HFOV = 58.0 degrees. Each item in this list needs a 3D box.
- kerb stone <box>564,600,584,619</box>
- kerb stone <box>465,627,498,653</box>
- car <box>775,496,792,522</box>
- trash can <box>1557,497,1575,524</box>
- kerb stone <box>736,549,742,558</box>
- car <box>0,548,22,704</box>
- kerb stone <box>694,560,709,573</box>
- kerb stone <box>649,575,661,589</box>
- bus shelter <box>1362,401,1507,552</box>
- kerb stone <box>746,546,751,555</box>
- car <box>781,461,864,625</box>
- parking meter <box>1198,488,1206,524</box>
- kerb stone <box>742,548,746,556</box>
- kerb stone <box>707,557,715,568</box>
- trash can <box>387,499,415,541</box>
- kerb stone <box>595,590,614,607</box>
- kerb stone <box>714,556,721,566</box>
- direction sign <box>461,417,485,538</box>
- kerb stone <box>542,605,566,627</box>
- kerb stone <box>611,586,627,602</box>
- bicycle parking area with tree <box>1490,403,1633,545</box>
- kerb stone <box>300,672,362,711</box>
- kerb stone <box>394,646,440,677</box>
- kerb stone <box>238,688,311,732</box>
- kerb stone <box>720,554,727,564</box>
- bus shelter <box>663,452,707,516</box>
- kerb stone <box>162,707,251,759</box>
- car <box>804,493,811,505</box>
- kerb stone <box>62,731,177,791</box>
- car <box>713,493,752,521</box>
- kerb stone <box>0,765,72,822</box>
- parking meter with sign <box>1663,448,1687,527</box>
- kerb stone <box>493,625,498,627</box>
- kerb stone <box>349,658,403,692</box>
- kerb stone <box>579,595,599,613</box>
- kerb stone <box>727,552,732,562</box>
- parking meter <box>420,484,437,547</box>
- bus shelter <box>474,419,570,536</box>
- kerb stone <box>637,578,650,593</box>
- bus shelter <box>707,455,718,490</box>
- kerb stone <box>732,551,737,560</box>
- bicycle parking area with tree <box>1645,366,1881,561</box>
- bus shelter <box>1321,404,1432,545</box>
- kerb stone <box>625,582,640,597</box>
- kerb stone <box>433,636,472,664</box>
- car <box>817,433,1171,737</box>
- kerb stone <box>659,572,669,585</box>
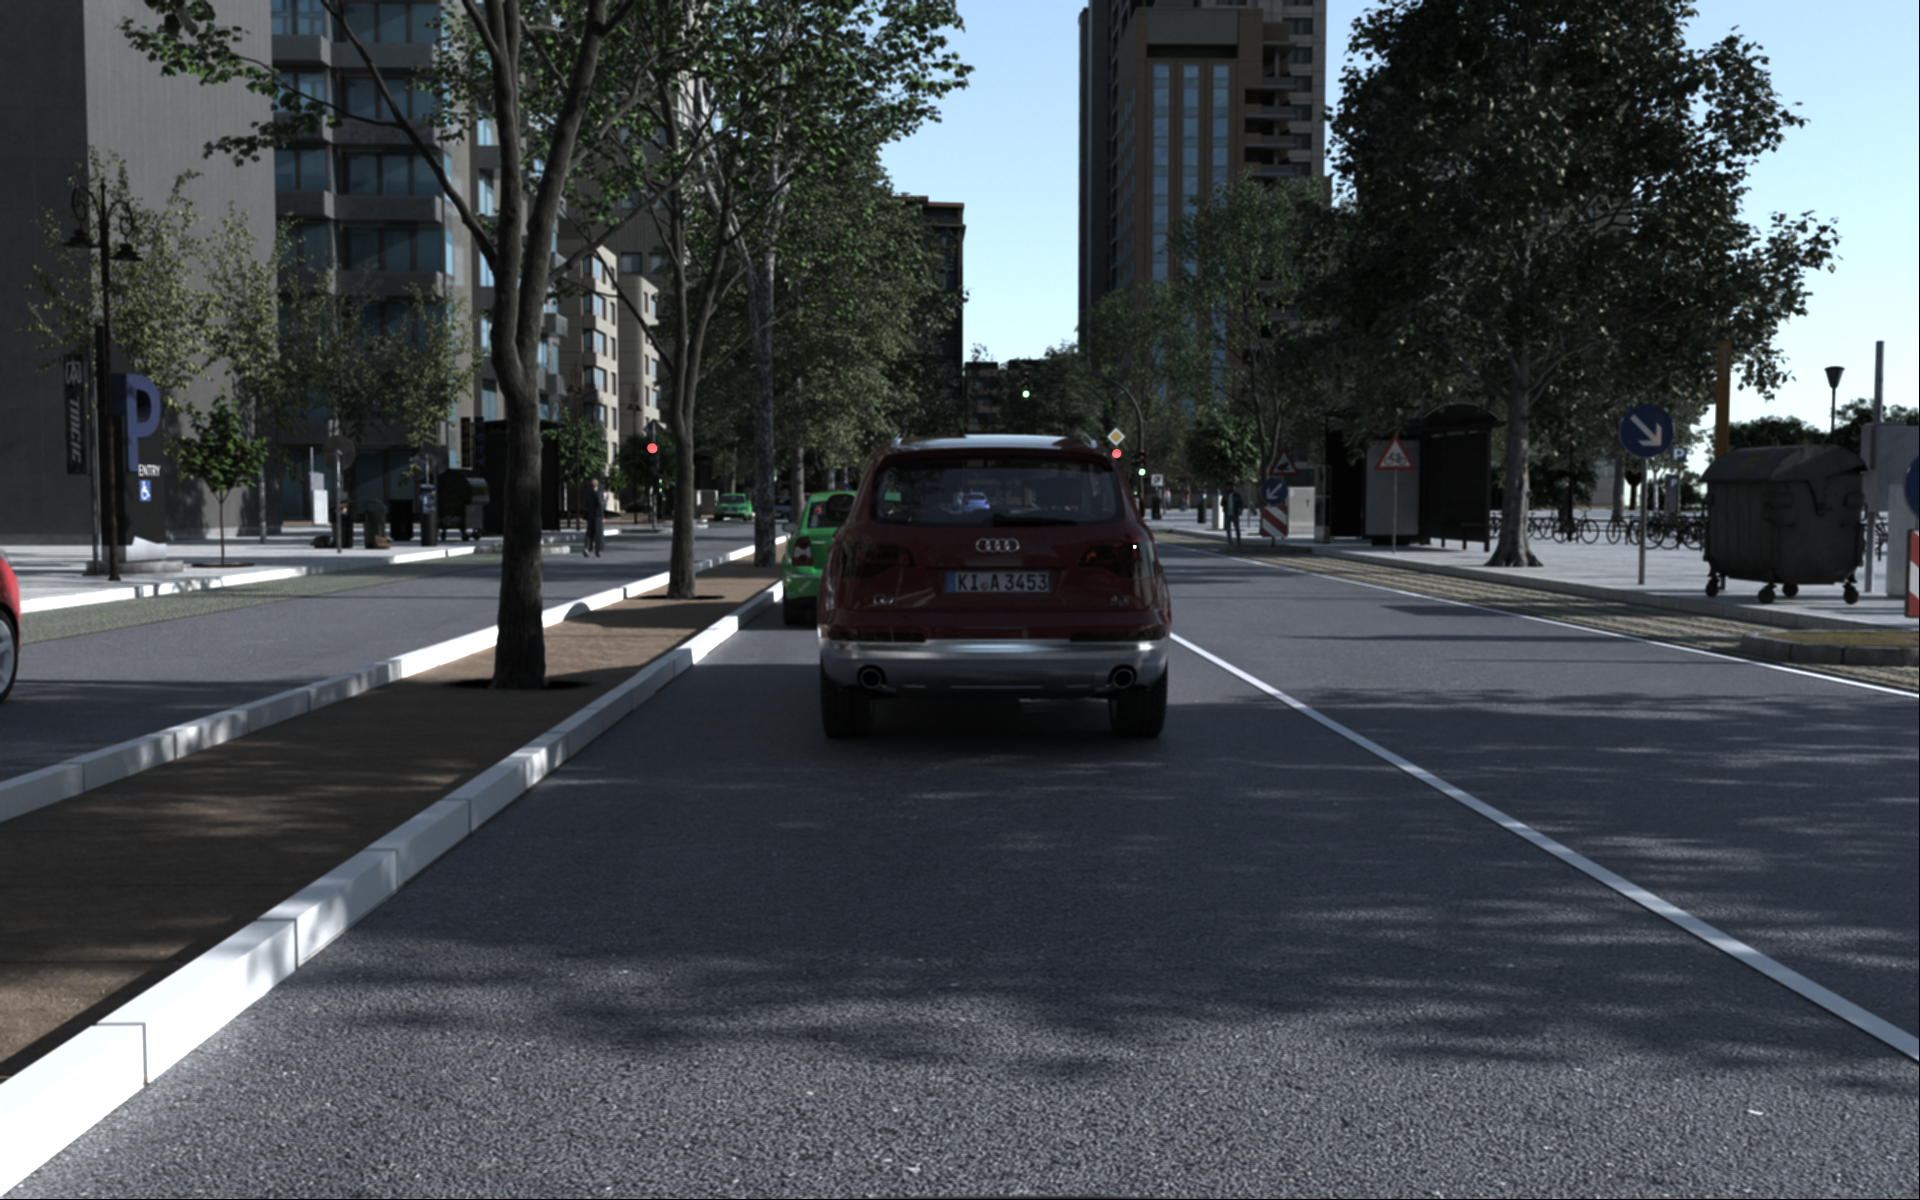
[{"bbox_3d":[-4.541,0.132,20.034,0.120,0.150,1.000,0,4,-1],"label":"kerb stone"},{"bbox_3d":[-4.438,0.383,15.936,0.120,0.150,1.000,0,4,-1],"label":"kerb stone"},{"bbox_3d":[-8.916,-4.450,85.340,1.945,1.354,3.894,0,4,0],"label":"car"},{"bbox_3d":[26.087,-3.851,74.615,0.748,1.137,0.748,0,3,0],"label":"trash can"},{"bbox_3d":[-5.010,-0.992,38.496,0.120,0.150,1.000,0,4,-1],"label":"kerb stone"},{"bbox_3d":[-7.314,-0.069,10.162,2.155,1.783,4.494,0,4,-3],"label":"car"},{"bbox_3d":[-4.859,-0.617,32.353,0.120,0.150,1.000,0,4,-1],"label":"kerb stone"},{"bbox_3d":[-4.697,-0.245,26.195,0.120,0.150,1.000,0,4,-1],"label":"kerb stone"},{"bbox_3d":[10.879,-2.857,40.634,2.014,3.302,5.546,0,4,-1],"label":"bus shelter"},{"bbox_3d":[-5.066,-1.122,40.539,0.120,0.150,1.000,0,4,-1],"label":"kerb stone"},{"bbox_3d":[-1.141,-0.709,20.390,1.959,1.807,4.718,0,4,-3],"label":"car"},{"bbox_3d":[10.518,-4.089,75.260,0.372,1.533,0.369,0,3,0],"label":"parking meter"},{"bbox_3d":[-5.039,-1.059,39.517,0.120,0.150,1.000,0,4,-1],"label":"kerb stone"},{"bbox_3d":[-4.888,-0.684,33.383,0.120,0.150,1.000,0,4,-1],"label":"kerb stone"},{"bbox_3d":[-15.344,-2.197,47.577,0.748,1.137,0.748,0,3,0],"label":"trash can"},{"bbox_3d":[-4.596,0.006,22.095,0.120,0.150,1.000,0,4,-1],"label":"kerb stone"},{"bbox_3d":[-4.910,-0.746,34.408,0.120,0.150,1.000,0,4,-1],"label":"kerb stone"},{"bbox_3d":[-14.351,-3.612,51.056,0.876,3.537,0.379,2,4,28],"label":"direction sign"},{"bbox_3d":[-4.515,0.195,19.013,0.120,0.150,1.000,0,4,-1],"label":"kerb stone"},{"bbox_3d":[-4.622,-0.057,23.122,0.120,0.150,1.000,0,4,-1],"label":"kerb stone"},{"bbox_3d":[18.865,-3.720,47.827,8.231,4.147,9.016,-1,4,-9],"label":"bicycle parking area with tree"},{"bbox_3d":[-4.330,0.635,11.845,0.120,0.150,1.000,0,4,-1],"label":"kerb stone"},{"bbox_3d":[-4.390,0.508,13.887,0.120,0.150,1.000,0,4,-1],"label":"kerb stone"},{"bbox_3d":[-4.309,0.696,10.820,0.120,0.150,1.000,0,4,-1],"label":"kerb stone"},{"bbox_3d":[-4.938,-0.809,35.430,0.120,0.150,1.000,0,4,-1],"label":"kerb stone"},{"bbox_3d":[-15.789,-6.555,98.460,1.731,3.624,6.357,0,4,-1],"label":"bus shelter"},{"bbox_3d":[-4.280,0.758,9.798,0.120,0.150,1.000,0,4,-1],"label":"kerb stone"},{"bbox_3d":[-9.172,-5.853,104.730,2.155,1.783,4.494,0,4,-1],"label":"car"},{"bbox_3d":[-4.258,0.821,8.777,0.120,0.150,1.000,0,4,-1],"label":"kerb stone"},{"bbox_3d":[-11.989,-5.062,91.560,1.959,1.807,4.718,0,4,-3],"label":"car"},{"bbox_3d":[-4.227,0.887,7.755,0.120,0.150,1.000,0,4,-1],"label":"kerb stone"},{"bbox_3d":[27.056,-4.248,65.722,0.543,3.016,1.738,1,4,11],"label":"parking meter with sign"},{"bbox_3d":[-4.469,0.320,16.958,0.120,0.150,1.000,0,4,-1],"label":"kerb stone"},{"bbox_3d":[-4.365,0.571,12.866,0.120,0.150,1.000,0,4,-1],"label":"kerb stone"},{"bbox_3d":[-4.577,0.069,21.068,0.120,0.150,1.000,0,4,-1],"label":"kerb stone"},{"bbox_3d":[-4.963,-0.872,36.451,0.120,0.150,1.000,0,4,-1],"label":"kerb stone"},{"bbox_3d":[-13.007,-2.077,42.376,0.372,1.533,0.369,0,3,0],"label":"parking meter"},{"bbox_3d":[-14.033,-3.947,55.821,1.731,3.624,6.357,0,4,-2],"label":"bus shelter"},{"bbox_3d":[-4.677,-0.182,25.173,0.120,0.150,1.000,0,4,-1],"label":"kerb stone"},{"bbox_3d":[-16.215,-7.089,107.181,1.731,3.624,6.357,0,4,-1],"label":"bus shelter"},{"bbox_3d":[-4.986,-0.928,37.473,0.120,0.150,1.000,0,4,-1],"label":"kerb stone"},{"bbox_3d":[19.209,-3.029,36.533,9.016,4.147,8.231,1,4,20],"label":"bicycle parking area with tree"},{"bbox_3d":[11.072,-3.395,46.794,1.731,3.624,6.357,0,4,-2],"label":"bus shelter"},{"bbox_3d":[-4.645,-0.118,24.146,0.120,0.150,1.000,0,4,-1],"label":"kerb stone"},{"bbox_3d":[-4.409,0.446,14.909,0.120,0.150,1.000,0,4,-1],"label":"kerb stone"},{"bbox_3d":[0.184,-0.188,11.744,2.281,1.827,5.304,0,4,0],"label":"car"},{"bbox_3d":[-4.730,-0.307,27.221,0.120,0.150,1.000,0,4,-1],"label":"kerb stone"}]
